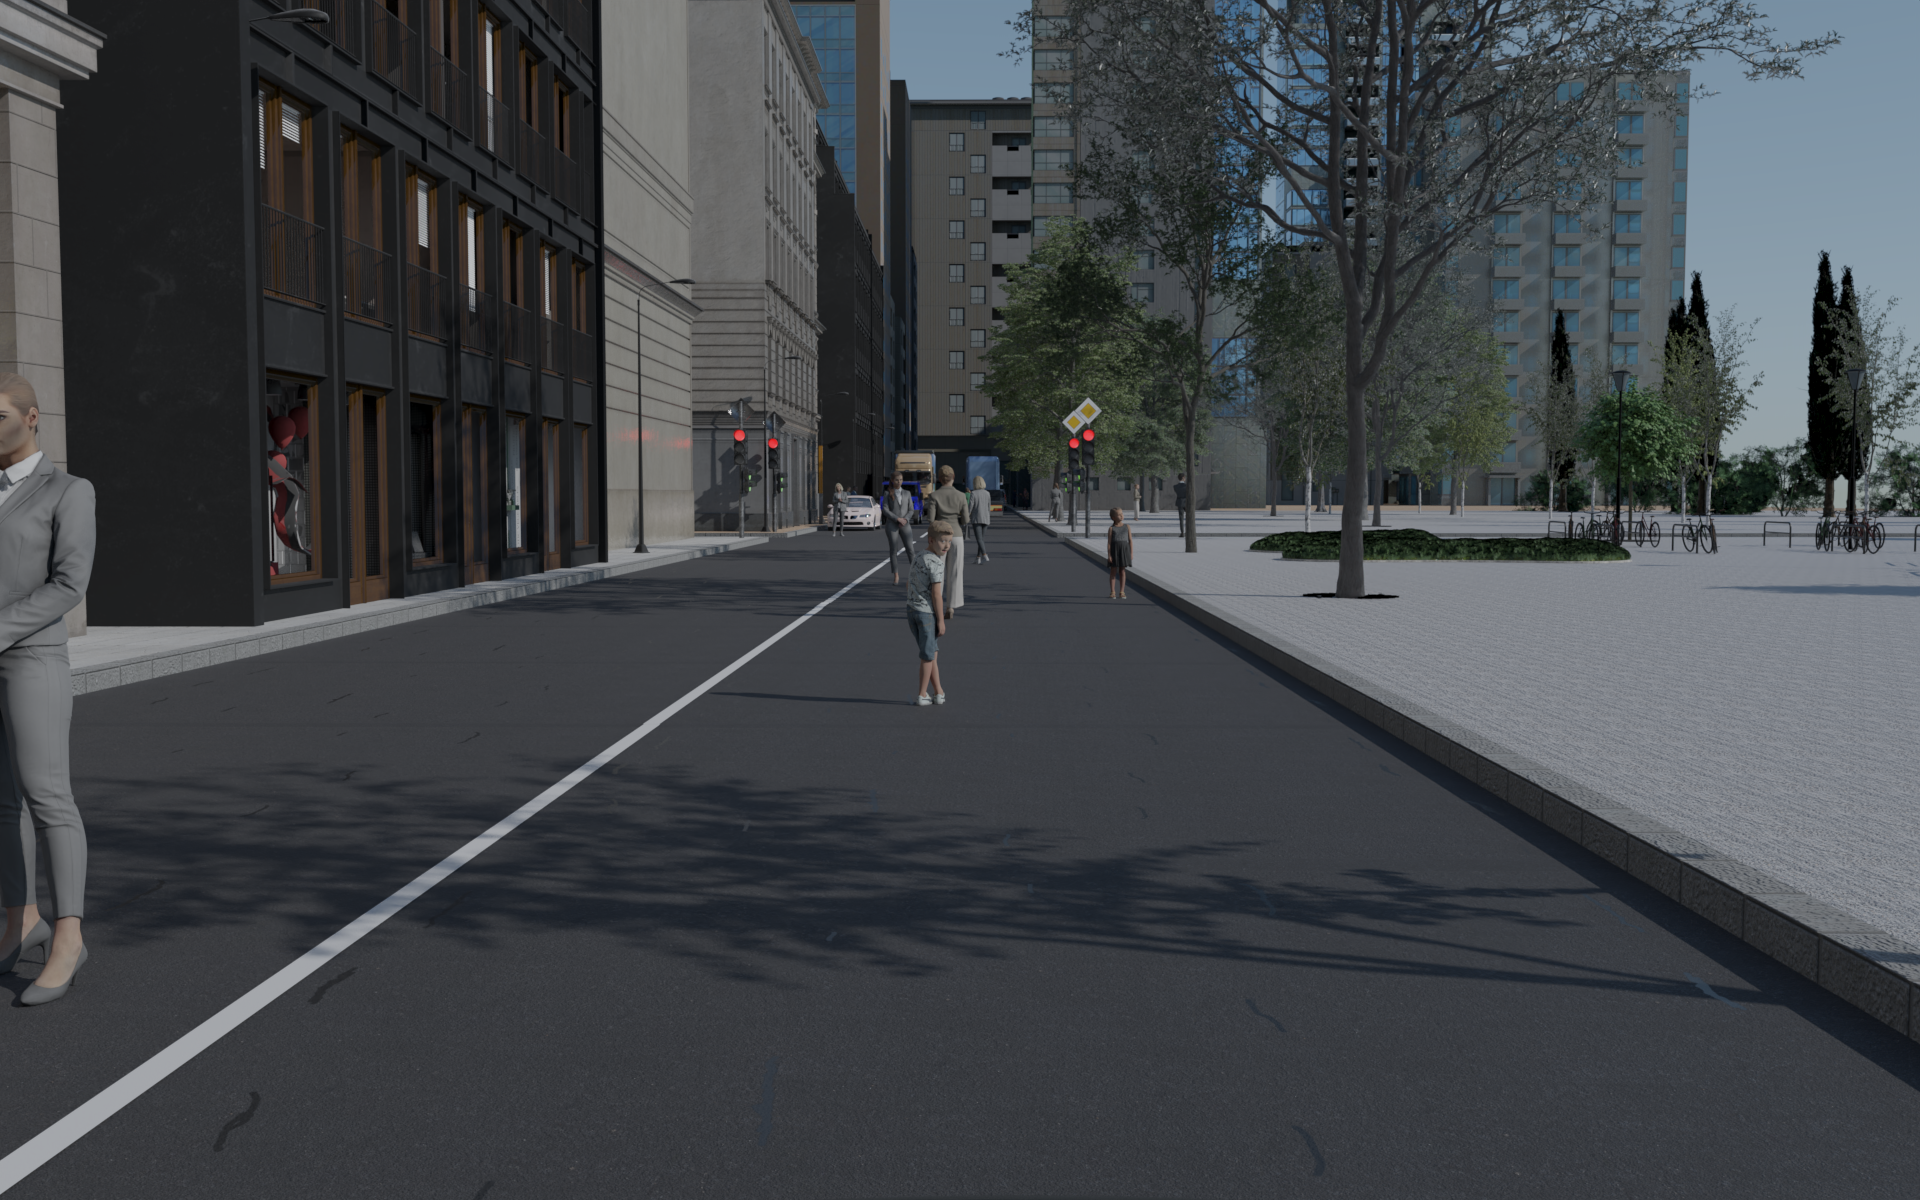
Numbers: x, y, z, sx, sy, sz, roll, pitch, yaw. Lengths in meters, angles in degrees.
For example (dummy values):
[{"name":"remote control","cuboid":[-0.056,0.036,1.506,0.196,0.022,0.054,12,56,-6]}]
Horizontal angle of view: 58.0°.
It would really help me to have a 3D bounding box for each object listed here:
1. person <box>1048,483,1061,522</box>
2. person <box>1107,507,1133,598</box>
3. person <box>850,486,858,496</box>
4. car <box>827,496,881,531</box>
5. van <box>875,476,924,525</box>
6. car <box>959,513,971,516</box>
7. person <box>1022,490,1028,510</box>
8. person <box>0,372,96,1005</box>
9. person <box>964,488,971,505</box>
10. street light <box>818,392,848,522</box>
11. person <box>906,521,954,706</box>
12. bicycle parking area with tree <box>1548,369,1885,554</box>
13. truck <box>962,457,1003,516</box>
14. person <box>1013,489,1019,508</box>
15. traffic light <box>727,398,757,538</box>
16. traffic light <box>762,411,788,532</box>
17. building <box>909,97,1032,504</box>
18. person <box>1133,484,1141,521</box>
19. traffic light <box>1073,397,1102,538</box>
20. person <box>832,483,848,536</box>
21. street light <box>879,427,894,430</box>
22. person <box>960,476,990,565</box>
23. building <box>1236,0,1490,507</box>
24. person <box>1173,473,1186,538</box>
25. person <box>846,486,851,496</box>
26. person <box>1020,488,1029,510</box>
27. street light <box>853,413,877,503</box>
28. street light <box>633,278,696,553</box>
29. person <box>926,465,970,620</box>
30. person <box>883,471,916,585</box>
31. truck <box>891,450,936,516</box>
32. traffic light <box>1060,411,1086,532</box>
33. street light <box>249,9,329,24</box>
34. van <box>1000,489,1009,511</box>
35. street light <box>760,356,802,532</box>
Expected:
[{"name":"person","cuboid":[4.339,-4.472,79.428,0.520,1.790,0.573,-1,4,-17]},{"name":"person","cuboid":[2.204,-0.653,23.844,0.362,1.253,0.373,0,4,-4]},{"name":"person","cuboid":[-4.665,-4.173,76.903,0.419,1.800,0.721,0,4,4]},{"name":"car","cuboid":[-4.180,-3.469,69.075,2.083,1.381,4.827,0,4,2]},{"name":"van","cuboid":[-2.796,-4.749,82.027,2.240,2.365,5.245,0,4,1]},{"name":"car","cuboid":[0.644,-5.617,102.064,2.015,1.641,3.980,0,4,-1]},{"name":"person","cuboid":[5.180,-7.914,136.911,0.593,1.643,0.415,2,4,27]},{"name":"person","cuboid":[-2.801,0.228,5.043,0.520,1.790,0.573,0,4,-4]},{"name":"person","cuboid":[0.407,-5.512,98.866,0.600,1.795,0.529,0,4,1]},{"name":"street light","cuboid":[-5.780,-6.514,79.042,1.470,5.913,1.316,0,4,1]},{"name":"person","cuboid":[-0.209,0.085,11.801,0.352,1.250,0.332,1,4,9]},{"name":"bicycle parking area with tree","cuboid":[17.993,-3.255,40.222,8.231,4.147,9.016,1,4,20]},{"name":"truck","cuboid":[1.585,-7.851,118.126,2.967,4.110,18.799,0,4,0]},{"name":"person","cuboid":[5.260,-9.616,163.720,0.568,1.767,0.683,0,4,4]},{"name":"traffic light","cuboid":[-6.359,-3.765,50.476,0.839,4.253,0.868,0,4,1]},{"name":"traffic light","cuboid":[-6.252,-4.253,58.460,0.839,4.253,0.868,0,4,1]},{"name":"building","cuboid":[-0.206,-39.220,230.481,27.495,52.752,28.713,0,4,1]},{"name":"person","cuboid":[8.443,-4.643,82.500,0.362,1.759,0.519,0,4,3]},{"name":"traffic light","cuboid":[3.702,-3.758,50.356,0.839,4.253,0.868,0,4,1]},{"name":"person","cuboid":[-4.087,-3.079,59.028,0.537,1.800,0.526,0,4,5]},{"name":"street light","cuboid":[-5.272,-9.045,120.430,1.470,5.913,1.316,0,4,1]},{"name":"person","cuboid":[0.339,-1.626,35.274,0.709,1.800,0.728,-2,4,-32]},{"name":"building","cuboid":[53.803,-55.832,225.521,31.000,86.520,22.319,0,4,1]},{"name":"person","cuboid":[6.619,-2.798,51.146,0.648,1.900,0.474,0,4,8]},{"name":"person","cuboid":[-6.118,-5.392,95.205,0.522,1.701,0.512,2,4,32]},{"name":"person","cuboid":[5.163,-8.134,139.566,0.750,1.759,0.617,0,4,0]},{"name":"street light","cuboid":[-5.586,-7.780,99.737,1.470,5.913,1.316,0,4,1]},{"name":"street light","cuboid":[-6.384,-3.970,37.453,1.470,5.913,1.316,0,4,1]},{"name":"person","cuboid":[-0.162,-0.659,19.817,0.519,1.759,0.362,-1,4,-12]},{"name":"person","cuboid":[-0.902,-1.123,27.142,0.520,1.790,0.573,-2,4,-35]},{"name":"truck","cuboid":[-2.921,-7.601,113.183,2.839,4.237,11.283,0,3,0]},{"name":"traffic light","cuboid":[3.809,-4.246,58.341,0.839,4.253,0.868,0,4,1]},{"name":"street light","cuboid":[-6.746,-2.705,16.761,1.470,5.913,1.316,0,4,1]},{"name":"van","cuboid":[3.248,-8.764,150.308,2.013,2.044,4.112,0,4,1]},{"name":"street light","cuboid":[-6.024,-5.248,58.348,1.470,5.913,1.316,0,4,1]}]
